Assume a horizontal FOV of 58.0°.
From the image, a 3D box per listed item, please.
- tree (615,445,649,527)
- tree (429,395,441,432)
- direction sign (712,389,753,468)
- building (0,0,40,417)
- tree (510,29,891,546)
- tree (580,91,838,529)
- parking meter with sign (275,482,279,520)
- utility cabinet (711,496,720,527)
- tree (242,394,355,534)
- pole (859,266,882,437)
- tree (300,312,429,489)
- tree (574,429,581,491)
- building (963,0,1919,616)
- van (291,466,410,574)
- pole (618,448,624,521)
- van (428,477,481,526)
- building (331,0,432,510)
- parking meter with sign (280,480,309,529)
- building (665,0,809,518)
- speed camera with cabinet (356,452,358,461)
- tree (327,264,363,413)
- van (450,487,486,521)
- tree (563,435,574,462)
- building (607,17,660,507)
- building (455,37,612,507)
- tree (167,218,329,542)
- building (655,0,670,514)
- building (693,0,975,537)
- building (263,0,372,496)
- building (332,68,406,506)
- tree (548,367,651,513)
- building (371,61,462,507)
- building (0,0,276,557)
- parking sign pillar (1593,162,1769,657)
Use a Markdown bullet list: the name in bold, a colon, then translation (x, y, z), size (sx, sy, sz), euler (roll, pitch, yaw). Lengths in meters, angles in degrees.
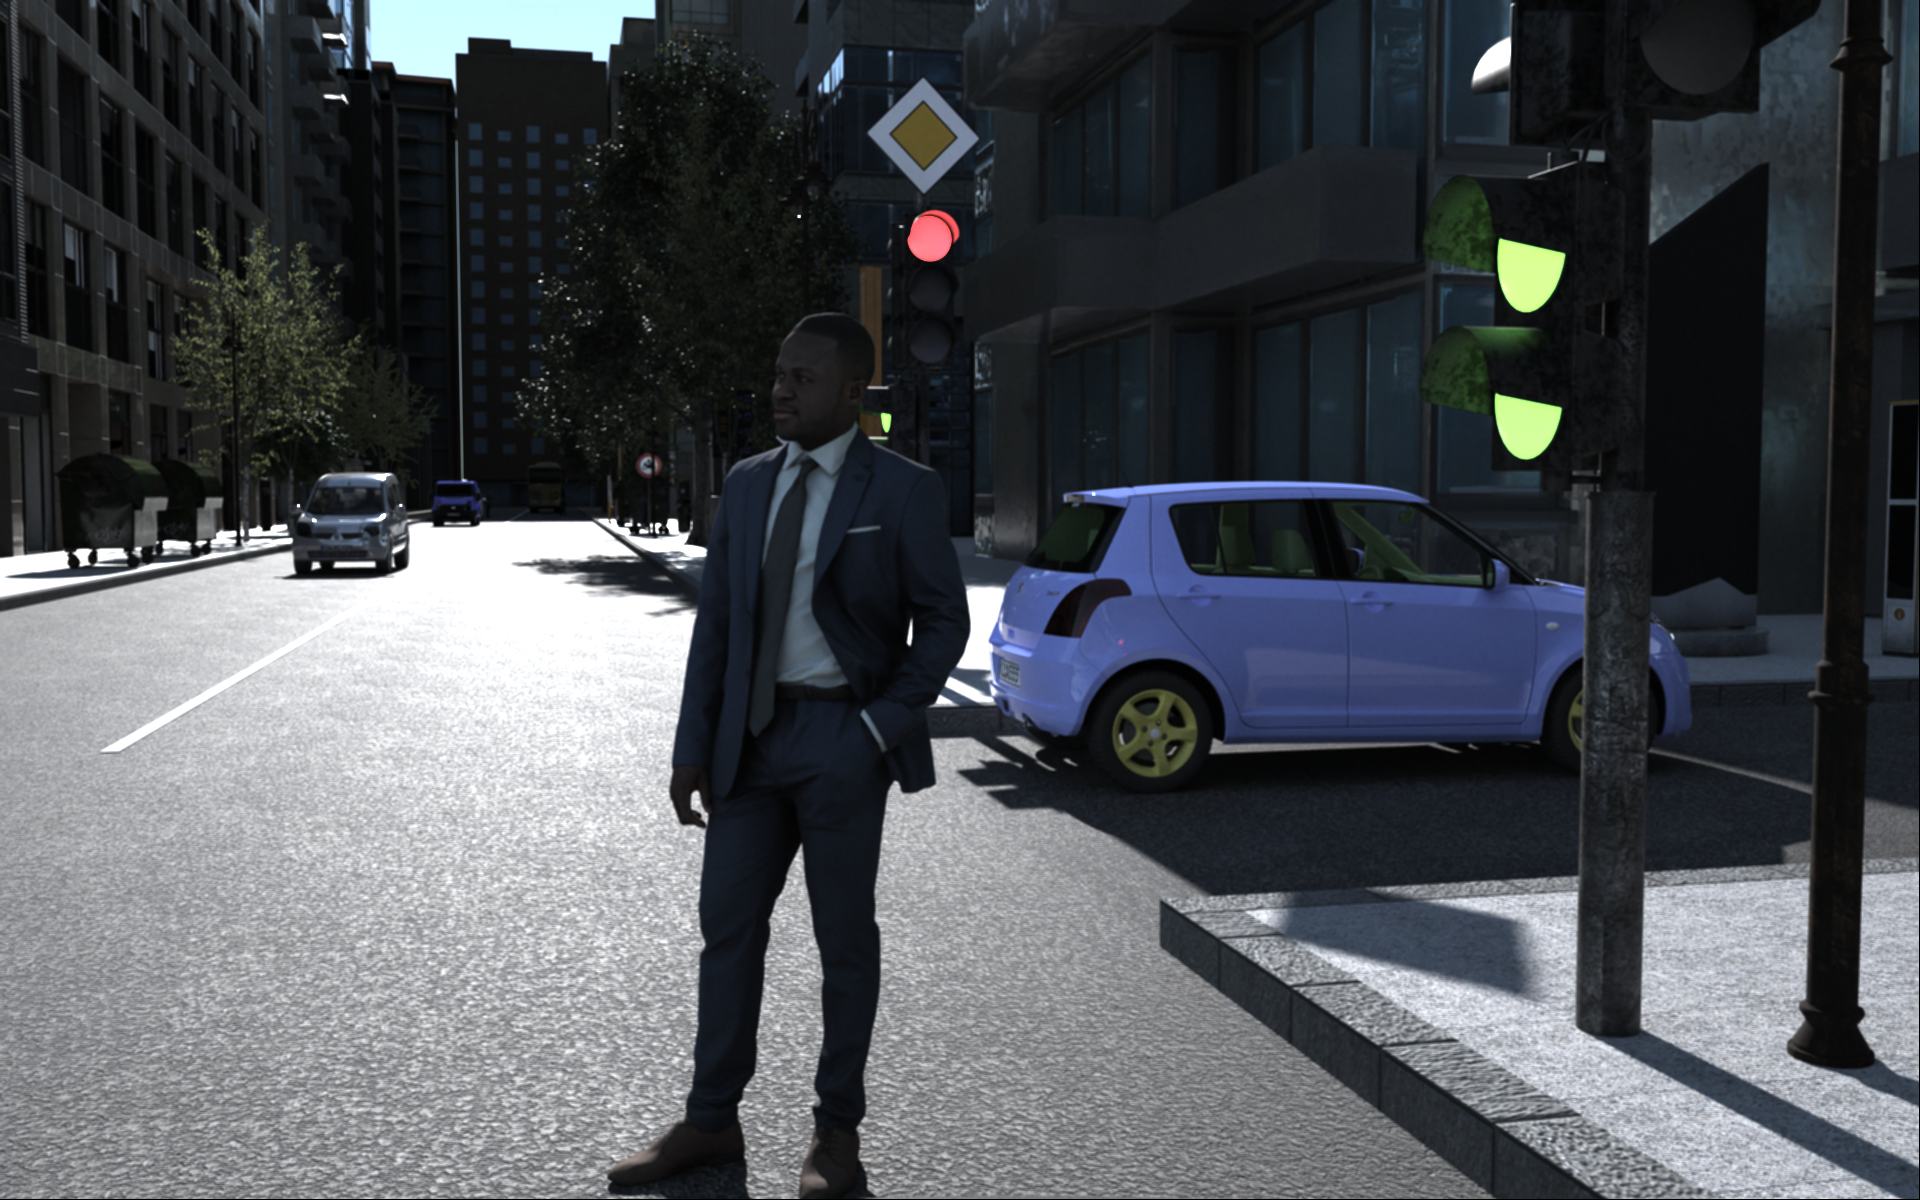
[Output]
- **tree**: translation (-12.406, -4.435, 67.115), size (1.663, 3.219, 1.824), euler (0, 3, 0)
- **tree**: translation (-27.781, -8.185, 84.191), size (4.737, 8.622, 4.395), euler (0, 3, 0)
- **direction sign**: translation (-4.914, -2.780, 37.457), size (0.876, 3.537, 0.379), euler (-1, 4, -21)
- **building**: translation (-22.474, -13.914, 20.997), size (14.314, 27.812, 24.014), euler (-1, 4, -13)
- **tree**: translation (-6.352, -7.716, 43.158), size (9.611, 12.733, 9.660), euler (0, 3, 0)
- **tree**: translation (-4.302, -4.992, 31.989), size (4.737, 8.622, 4.395), euler (0, 3, 0)
- **parking meter with sign**: translation (-31.110, -5.074, 79.225), size (1.738, 3.016, 0.543), euler (-1, 4, -23)
- **utility cabinet**: translation (-8.055, -2.764, 56.347), size (0.306, 1.237, 1.020), euler (0, 4, 6)
- **tree**: translation (-21.568, -4.452, 56.496), size (4.285, 4.588, 4.351), euler (0, 3, 0)
- **pole**: translation (-0.806, -1.335, 15.678), size (0.158, 3.312, 0.155), euler (0, 3, 0)
- **tree**: translation (-24.971, -7.388, 71.151), size (4.737, 8.622, 4.395), euler (0, 3, 0)
- **tree**: translation (-11.573, -6.904, 63.250), size (4.737, 8.622, 4.395), euler (0, 3, 0)
- **building**: translation (14.952, -24.985, 28.120), size (30.456, 49.044, 23.786), euler (-1, 4, -13)
- **van**: translation (-11.391, -1.560, 32.514), size (2.013, 2.044, 4.112), euler (-1, 4, -11)
- **pole**: translation (-13.835, -4.703, 70.734), size (0.158, 3.312, 0.155), euler (0, 3, 0)
- **van**: translation (-23.048, -4.583, 79.316), size (2.240, 2.365, 5.245), euler (-1, 4, -13)
- **building**: translation (-59.575, -50.423, 137.080), size (31.000, 86.520, 22.319), euler (-1, 4, -13)
- **parking meter with sign**: translation (-24.098, -4.090, 63.131), size (0.543, 3.016, 1.738), euler (-3, 5, -43)
- **building**: translation (-9.933, -25.453, 99.747), size (14.154, 41.232, 14.086), euler (-1, 4, -13)
- **speed camera with cabinet**: translation (-26.636, -4.908, 74.575), size (2.038, 3.252, 0.660), euler (1, 4, 17)
- **tree**: translation (-19.948, -6.187, 51.525), size (4.360, 8.622, 3.978), euler (0, 3, 0)
- **van**: translation (-26.238, -5.207, 92.139), size (2.013, 2.044, 4.112), euler (-1, 4, -14)
- **tree**: translation (-20.964, -9.398, 104.019), size (4.737, 8.622, 4.395), euler (0, 3, 0)
- **building**: translation (-26.207, -34.176, 182.482), size (21.600, 48.544, 21.300), euler (-1, 4, -13)
- **building**: translation (-42.811, -32.092, 174.821), size (14.200, 45.320, 14.600), euler (-1, 4, -13)
- **tree**: translation (-19.326, -5.890, 46.663), size (4.360, 8.622, 3.978), euler (0, 3, 0)
- **building**: translation (-10.619, -35.412, 120.983), size (21.231, 58.520, 28.212), euler (-1, 4, -13)
- **building**: translation (2.049, -46.021, 65.118), size (22.319, 86.520, 31.000), euler (-1, 4, -13)
- **building**: translation (-45.535, -28.979, 93.411), size (23.786, 49.044, 30.456), euler (-1, 4, -13)
- **building**: translation (-45.659, -21.125, 117.102), size (14.160, 30.474, 14.107), euler (-1, 4, -13)
- **tree**: translation (-24.610, -12.200, 117.602), size (7.486, 12.596, 7.792), euler (0, 3, 0)
- **building**: translation (-65.311, -31.793, 174.444), size (28.867, 44.769, 22.147), euler (-1, 4, -13)
- **building**: translation (-32.525, -14.947, 48.899), size (19.350, 26.468, 34.151), euler (-1, 4, -13)
- **parking sign pillar**: translation (5.889, -1.573, 14.193), size (1.447, 3.967, 1.447), euler (-1, 4, -15)
